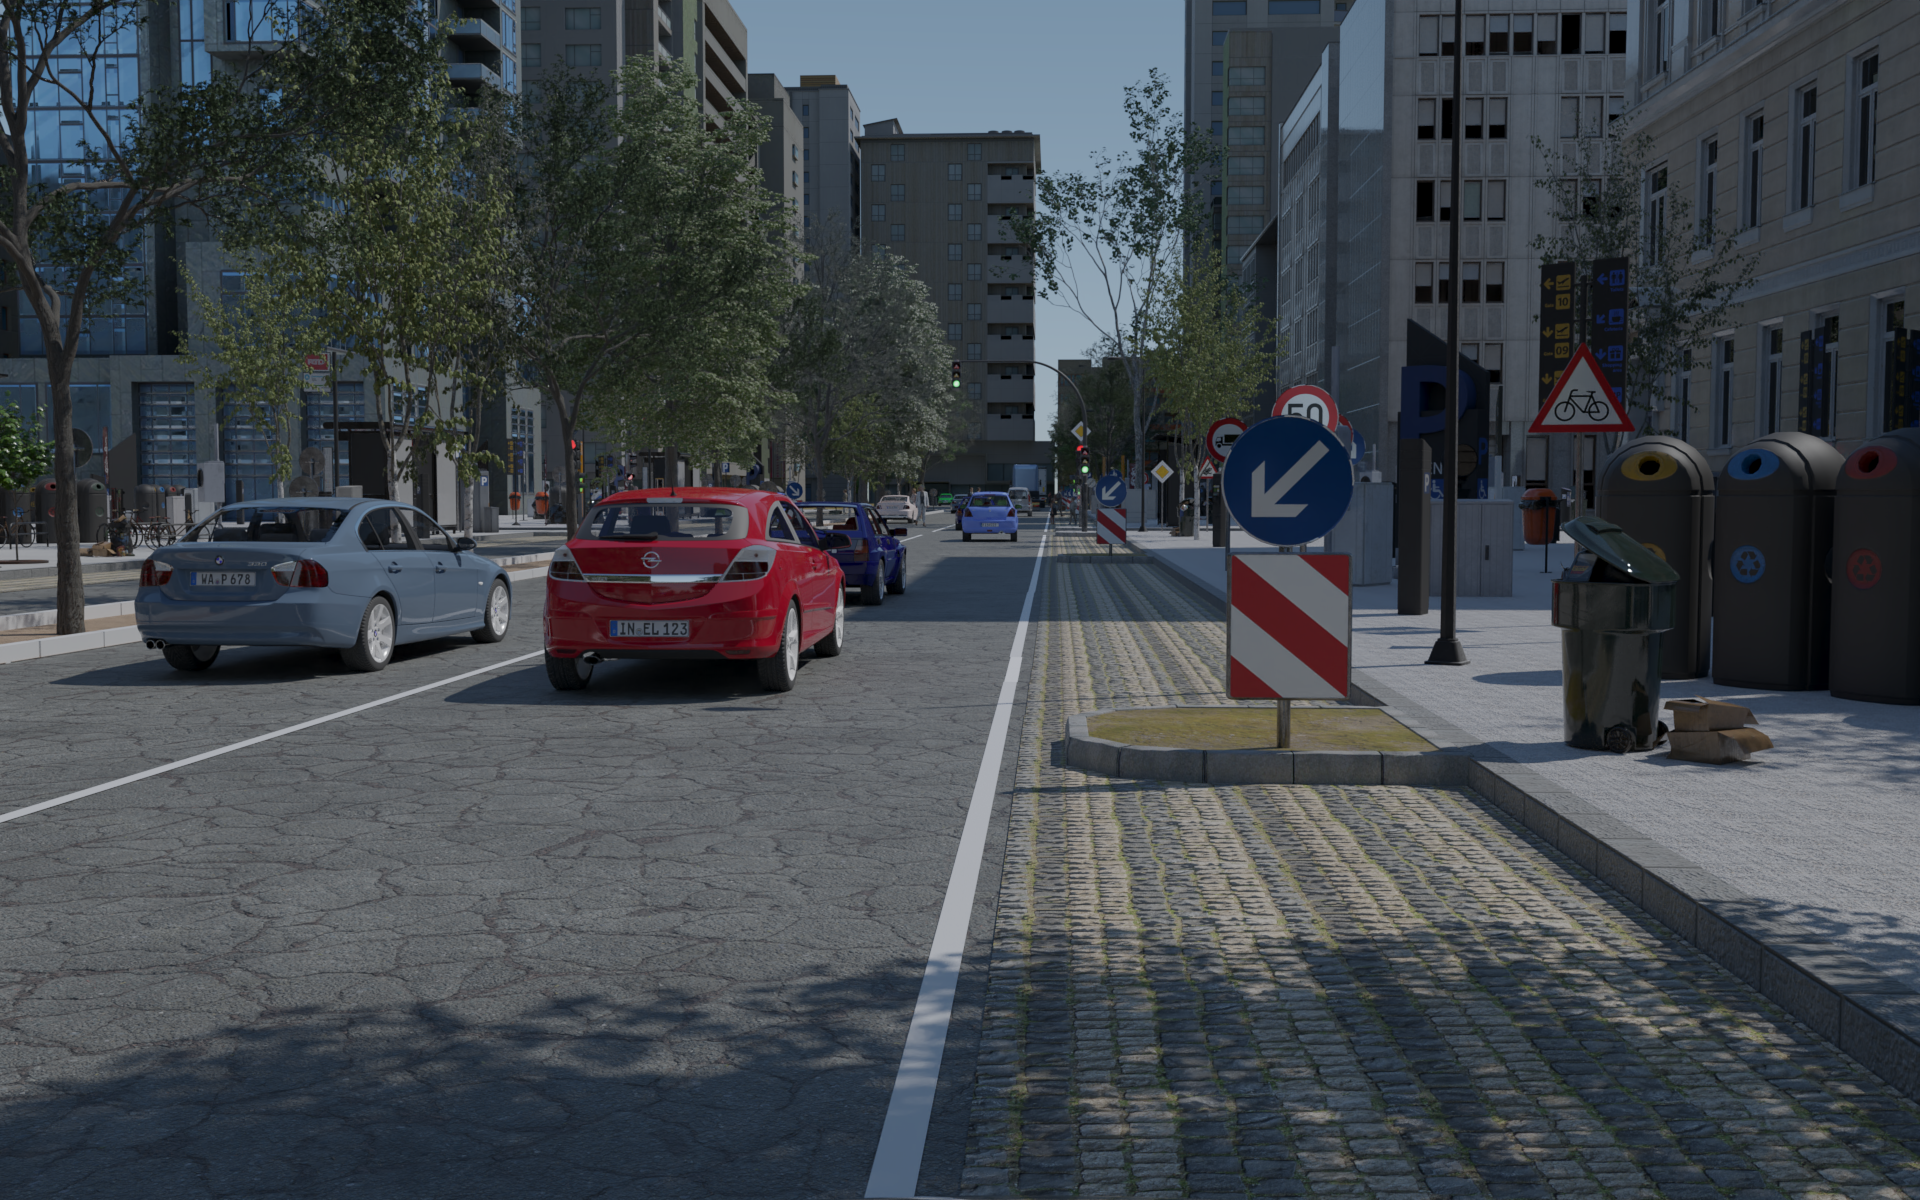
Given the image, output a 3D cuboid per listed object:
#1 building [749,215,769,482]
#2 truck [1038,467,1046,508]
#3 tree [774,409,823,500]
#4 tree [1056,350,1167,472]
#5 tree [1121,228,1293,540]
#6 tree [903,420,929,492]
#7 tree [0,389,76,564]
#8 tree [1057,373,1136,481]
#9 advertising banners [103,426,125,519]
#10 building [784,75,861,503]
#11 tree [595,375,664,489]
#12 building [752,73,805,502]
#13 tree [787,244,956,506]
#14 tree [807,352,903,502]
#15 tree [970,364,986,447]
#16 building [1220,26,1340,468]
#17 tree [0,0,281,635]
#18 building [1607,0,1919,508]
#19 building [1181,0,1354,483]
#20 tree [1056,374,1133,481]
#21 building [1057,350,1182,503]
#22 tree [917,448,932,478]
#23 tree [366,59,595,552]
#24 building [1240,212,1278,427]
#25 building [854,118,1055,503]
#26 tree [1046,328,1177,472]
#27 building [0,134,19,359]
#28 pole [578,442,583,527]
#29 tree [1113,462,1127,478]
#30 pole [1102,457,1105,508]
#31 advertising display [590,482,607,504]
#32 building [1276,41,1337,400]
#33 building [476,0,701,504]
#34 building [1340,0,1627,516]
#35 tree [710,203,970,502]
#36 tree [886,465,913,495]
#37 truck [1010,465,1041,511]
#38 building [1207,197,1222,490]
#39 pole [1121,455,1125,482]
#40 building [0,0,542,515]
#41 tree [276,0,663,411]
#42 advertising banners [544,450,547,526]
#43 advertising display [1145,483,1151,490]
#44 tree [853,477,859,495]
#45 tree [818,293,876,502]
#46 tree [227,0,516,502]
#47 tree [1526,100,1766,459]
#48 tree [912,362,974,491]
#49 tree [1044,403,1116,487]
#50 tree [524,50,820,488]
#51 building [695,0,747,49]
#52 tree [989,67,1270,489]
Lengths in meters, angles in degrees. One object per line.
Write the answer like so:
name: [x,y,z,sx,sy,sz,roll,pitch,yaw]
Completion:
building: [-27.193,-24.537,172.887,14.160,30.474,14.107,0,4,3]
truck: [7.743,-11.840,182.497,2.839,4.237,11.283,0,4,1]
tree: [-12.112,-10.968,129.694,4.360,8.622,3.978,0,3,0]
tree: [9.859,-10.855,111.896,7.601,10.594,8.767,-1,4,-9]
tree: [6.725,-5.970,47.975,4.737,8.622,4.395,0,3,0]
tree: [-3.758,-9.445,107.249,4.737,8.622,4.395,0,3,0]
tree: [-17.576,-2.287,32.000,1.663,3.219,1.824,0,3,0]
tree: [12.739,-14.934,162.294,7.486,12.596,7.792,0,3,0]
advertising banners: [-21.616,-2.939,44.236,0.090,3.025,2.074,-3,4,-37]
building: [-28.507,-43.142,247.376,28.212,58.520,21.231,0,4,3]
tree: [-14.785,-7.742,76.941,4.737,8.622,4.395,0,3,0]
building: [-29.753,-35.102,197.625,21.600,48.544,21.300,0,4,3]
tree: [-5.027,-10.998,88.936,9.857,13.997,8.962,0,3,0]
tree: [-5.205,-7.884,81.715,4.737,8.622,4.395,0,3,0]
tree: [-3.306,-12.476,116.807,12.009,13.543,11.850,0,3,0]
building: [30.384,-28.873,155.664,14.154,41.232,14.086,0,4,3]
tree: [-8.990,-4.939,17.625,8.767,10.594,7.601,0,4,3]
building: [22.899,-15.232,34.949,13.634,28.700,20.117,0,4,3]
building: [35.091,-39.664,190.509,21.231,58.520,28.212,0,4,3]
tree: [12.076,-13.639,148.754,9.928,11.665,9.643,0,3,0]
building: [28.496,-24.683,248.610,28.899,21.520,27.650,0,4,3]
tree: [-7.522,-17.307,217.375,8.767,10.594,7.601,-2,4,-25]
tree: [-8.367,-4.690,29.504,4.360,8.622,3.978,0,3,0]
building: [28.960,-18.749,125.614,14.314,24.678,30.058,0,4,3]
building: [0.055,-40.448,250.564,27.495,52.752,28.713,0,4,3]
tree: [10.977,-13.304,127.884,12.009,13.543,11.850,0,3,0]
building: [-65.424,-15.192,93.421,28.899,21.520,27.650,0,4,3]
pole: [-14.744,-4.491,67.263,0.158,3.312,0.155,0,3,0]
tree: [9.536,-6.716,104.400,1.663,3.219,1.824,0,3,0]
pole: [7.886,-6.180,94.886,0.158,3.312,0.155,0,3,0]
advertising display: [-19.447,-5.355,92.764,0.974,1.923,0.123,3,4,37]
building: [25.726,-17.277,100.497,12.078,24.808,19.932,0,4,3]
building: [-27.731,-27.222,128.672,14.154,41.232,14.086,0,4,3]
building: [28.678,-16.092,81.128,19.932,24.808,12.078,0,4,3]
tree: [-5.925,-9.792,72.932,12.009,13.543,11.850,0,3,0]
tree: [-9.530,-13.866,161.125,7.601,10.594,8.767,-2,4,-27]
truck: [5.801,-9.986,153.036,2.967,4.110,18.799,0,4,2]
building: [31.214,-24.363,170.041,14.160,30.474,14.107,0,4,3]
pole: [8.577,-5.949,91.112,0.158,3.312,0.155,0,3,0]
building: [-36.797,-47.761,93.568,22.319,86.520,31.000,0,4,3]
tree: [-7.872,-6.032,35.496,8.767,10.594,7.601,0,4,3]
advertising banners: [-16.765,-4.517,70.034,0.090,3.025,2.074,-1,4,-14]
advertising display: [11.140,-5.851,100.885,0.974,1.923,0.123,0,4,2]
tree: [-10.293,-10.979,174.109,1.663,3.219,1.824,0,3,0]
tree: [-7.267,-7.079,52.612,8.767,10.594,7.601,0,4,3]
tree: [-7.900,-4.347,23.892,4.737,8.622,4.395,0,3,0]
tree: [12.504,-5.036,32.698,4.360,8.622,3.978,0,3,0]
tree: [-2.751,-12.283,129.042,9.928,11.665,9.643,0,3,0]
tree: [15.518,-19.088,218.739,9.857,13.997,8.962,0,3,0]
tree: [-7.555,-7.605,44.927,7.486,12.596,7.792,0,3,0]
building: [-31.262,-32.478,154.709,21.300,48.544,21.600,0,4,3]
tree: [7.692,-13.695,79.803,12.611,20.169,13.585,0,3,0]
